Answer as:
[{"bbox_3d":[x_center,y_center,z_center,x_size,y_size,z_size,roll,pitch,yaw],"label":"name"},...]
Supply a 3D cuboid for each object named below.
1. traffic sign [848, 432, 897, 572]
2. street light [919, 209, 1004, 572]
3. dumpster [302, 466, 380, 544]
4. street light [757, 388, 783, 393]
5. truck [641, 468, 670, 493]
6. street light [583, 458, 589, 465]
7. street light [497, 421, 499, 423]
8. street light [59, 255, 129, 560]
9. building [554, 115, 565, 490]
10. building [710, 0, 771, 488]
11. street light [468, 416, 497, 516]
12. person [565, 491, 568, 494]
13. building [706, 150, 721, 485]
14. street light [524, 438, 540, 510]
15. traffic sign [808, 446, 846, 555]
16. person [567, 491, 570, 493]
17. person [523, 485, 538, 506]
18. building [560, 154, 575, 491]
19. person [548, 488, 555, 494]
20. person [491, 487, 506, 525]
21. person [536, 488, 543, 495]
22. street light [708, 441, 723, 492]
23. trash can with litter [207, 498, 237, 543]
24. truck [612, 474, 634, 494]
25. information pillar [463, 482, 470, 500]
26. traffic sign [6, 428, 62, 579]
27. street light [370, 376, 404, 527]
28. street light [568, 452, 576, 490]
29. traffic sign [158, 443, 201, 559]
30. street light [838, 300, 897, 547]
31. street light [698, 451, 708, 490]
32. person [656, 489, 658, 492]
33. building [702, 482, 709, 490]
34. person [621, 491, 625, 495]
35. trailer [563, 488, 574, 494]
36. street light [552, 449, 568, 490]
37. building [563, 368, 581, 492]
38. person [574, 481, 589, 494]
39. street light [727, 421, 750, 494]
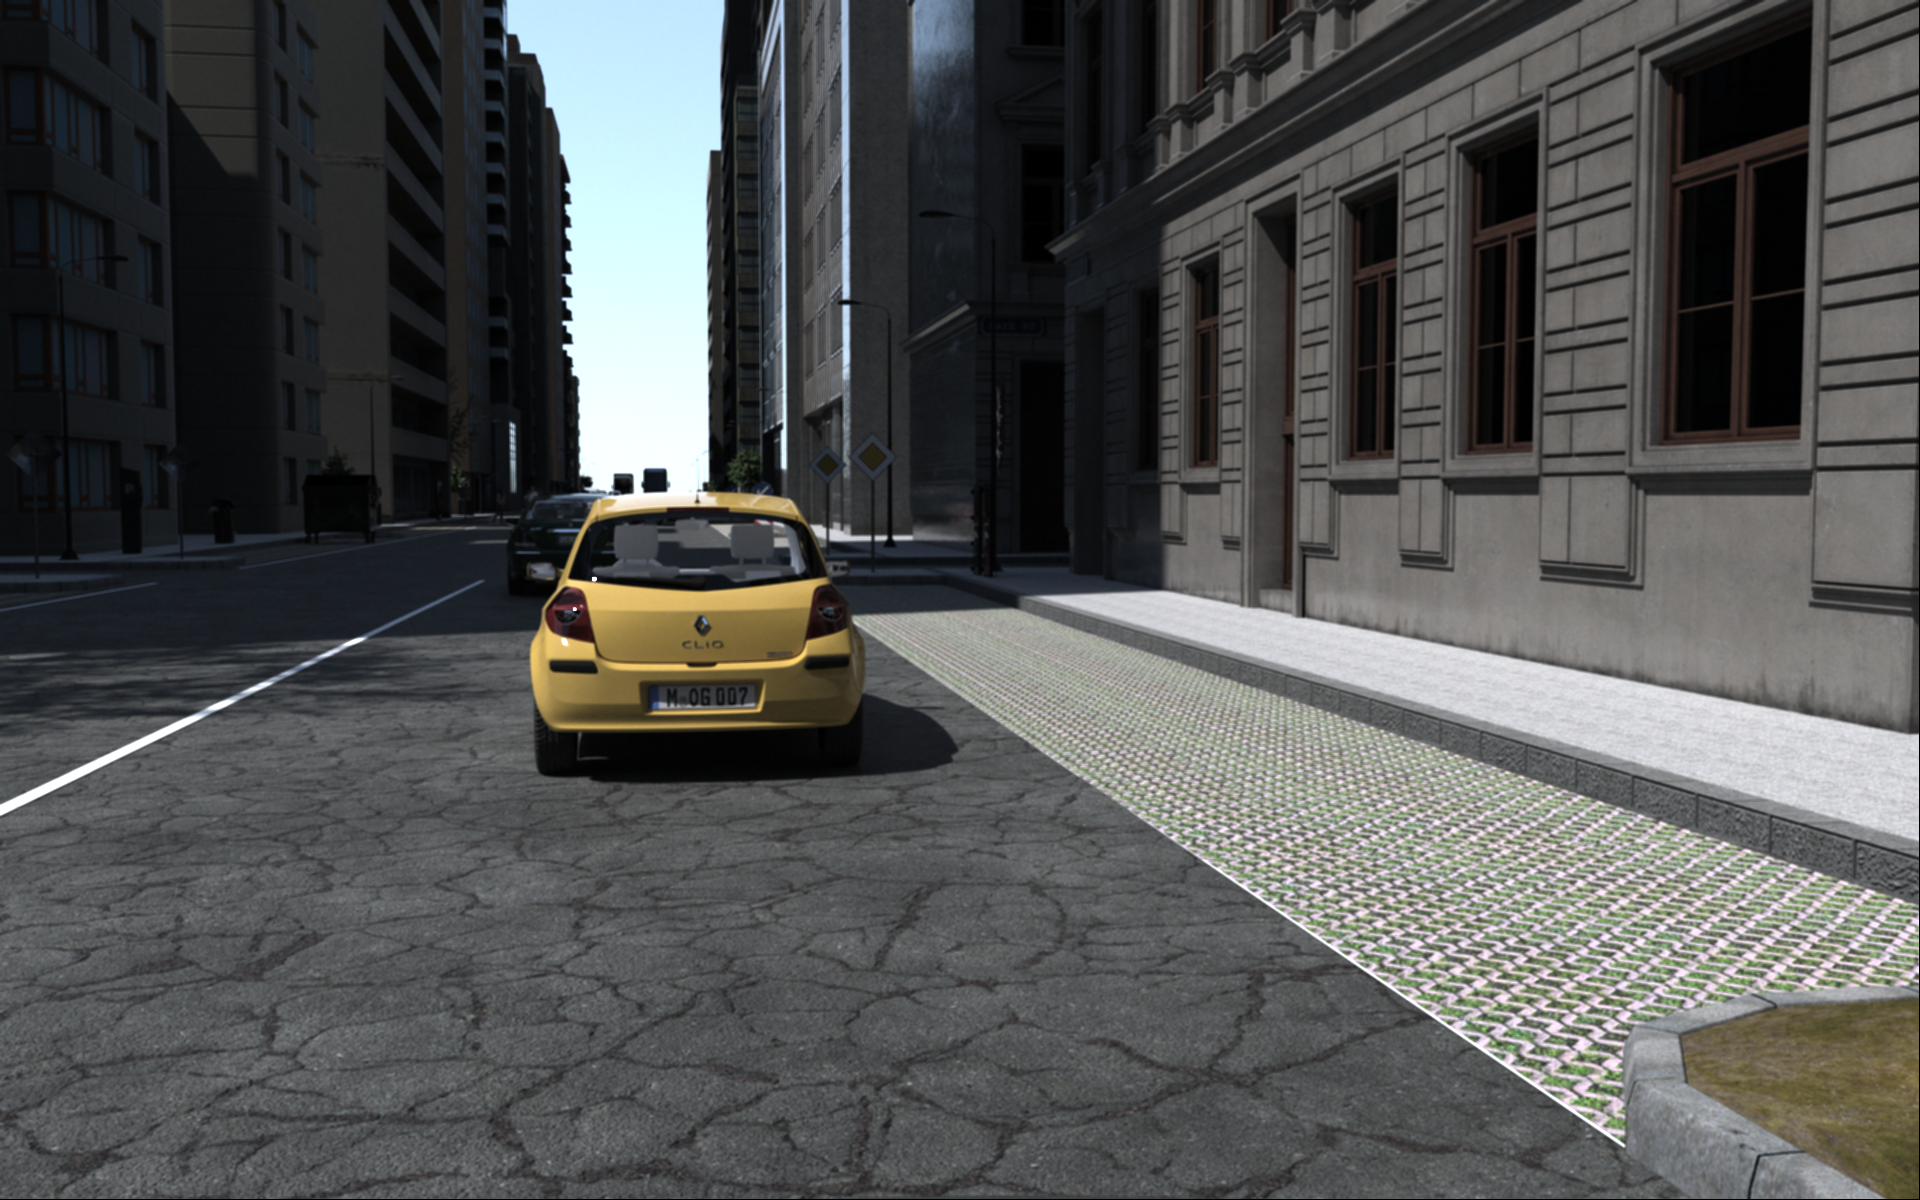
[{"bbox_3d":[-1.428,-1.510,28.330,0.795,2.450,0.064,-1,4,-10],"label":"traffic sign"},{"bbox_3d":[0.018,-3.424,28.527,1.470,5.913,1.316,-1,4,-10],"label":"street light"},{"bbox_3d":[-17.887,-2.758,50.038,1.985,2.255,1.502,-1,4,-8],"label":"dumpster"},{"bbox_3d":[-8.182,-6.324,75.946,1.470,5.913,1.316,-1,4,-10],"label":"street light"},{"bbox_3d":[-30.720,-11.300,174.509,2.967,4.110,18.799,-1,4,-10],"label":"truck"},{"bbox_3d":[-49.589,-15.501,225.974,1.470,5.913,1.316,-1,4,-10],"label":"street light"},{"bbox_3d":[-29.817,-8.382,109.581,1.470,5.913,1.316,-1,4,-10],"label":"street light"},{"bbox_3d":[-16.819,-3.738,33.654,1.470,5.913,1.316,-1,4,-10],"label":"street light"},{"bbox_3d":[-52.397,-33.371,195.719,14.600,45.320,14.200,-1,4,-10],"label":"building"},{"bbox_3d":[-20.258,-47.339,212.250,20.563,71.187,20.611,-1,4,-10],"label":"building"},{"bbox_3d":[-28.591,-7.988,103.139,1.470,5.913,1.316,-1,4,-10],"label":"street light"},{"bbox_3d":[-33.467,-8.441,147.316,0.445,1.727,0.742,0,4,-3],"label":"person"},{"bbox_3d":[-23.055,-37.317,233.835,21.300,48.544,21.600,-1,4,-10],"label":"building"},{"bbox_3d":[-35.561,-10.483,143.938,1.470,5.913,1.316,-1,4,-10],"label":"street light"},{"bbox_3d":[-2.770,-1.991,36.202,0.795,2.450,0.064,-1,4,-10],"label":"traffic sign"},{"bbox_3d":[-33.711,-8.589,149.718,1.217,1.735,0.721,3,4,36],"label":"person"},{"bbox_3d":[-18.911,-4.143,76.334,0.679,1.850,0.850,-1,4,-11],"label":"person"},{"bbox_3d":[-59.981,-34.350,216.251,22.147,44.769,28.867,-1,4,-10],"label":"building"},{"bbox_3d":[-26.747,-6.422,113.581,1.350,1.814,0.705,1,4,9],"label":"person"},{"bbox_3d":[-21.052,-4.280,79.063,0.643,1.750,0.593,0,3,0],"label":"person"},{"bbox_3d":[-24.624,-5.659,101.123,0.635,1.810,0.391,2,4,24],"label":"person"},{"bbox_3d":[-20.960,-10.912,150.945,1.470,5.913,1.316,-1,4,-10],"label":"street light"},{"bbox_3d":[-19.208,-2.063,45.116,0.624,1.170,1.055,-1,4,-16],"label":"trash can with litter"},{"bbox_3d":[-46.474,-15.310,239.231,2.839,4.237,11.283,-1,4,-9],"label":"truck"},{"bbox_3d":[-29.729,-6.111,104.400,0.304,2.012,0.304,0,4,-3],"label":"information pillar"},{"bbox_3d":[-13.996,-1.381,26.216,0.795,2.450,0.064,-1,4,-10],"label":"traffic sign"},{"bbox_3d":[-22.639,-5.863,68.407,1.470,5.913,1.316,-1,4,-10],"label":"street light"},{"bbox_3d":[-43.520,-13.369,191.116,1.470,5.913,1.316,-1,4,-10],"label":"street light"},{"bbox_3d":[-15.337,-1.862,34.088,0.795,2.450,0.064,-1,4,-10],"label":"traffic sign"},{"bbox_3d":[-2.227,-4.225,41.624,1.470,5.913,1.316,-1,4,-10],"label":"street light"},{"bbox_3d":[-28.829,-13.785,197.926,1.470,5.913,1.316,-1,4,-10],"label":"street light"},{"bbox_3d":[-25.237,-8.311,144.345,1.348,1.831,0.705,-1,4,-20],"label":"person"},{"bbox_3d":[-22.289,-34.652,258.440,32.217,40.220,23.993,-1,4,-10],"label":"building"},{"bbox_3d":[-40.295,-12.174,207.635,1.350,1.814,0.705,-3,5,-44],"label":"person"},{"bbox_3d":[-37.528,-9.727,166.084,1.471,1.999,3.904,-1,4,-10],"label":"trailer"},{"bbox_3d":[-41.384,-12.574,178.128,1.470,5.913,1.316,-1,4,-10],"label":"street light"},{"bbox_3d":[-68.504,-24.448,244.756,27.650,21.520,28.899,-1,4,-10],"label":"building"},{"bbox_3d":[-13.546,-3.300,61.813,0.648,1.900,0.474,-1,4,-18],"label":"person"},{"bbox_3d":[-13.961,-8.416,110.144,1.470,5.913,1.316,-1,4,-10],"label":"street light"}]
